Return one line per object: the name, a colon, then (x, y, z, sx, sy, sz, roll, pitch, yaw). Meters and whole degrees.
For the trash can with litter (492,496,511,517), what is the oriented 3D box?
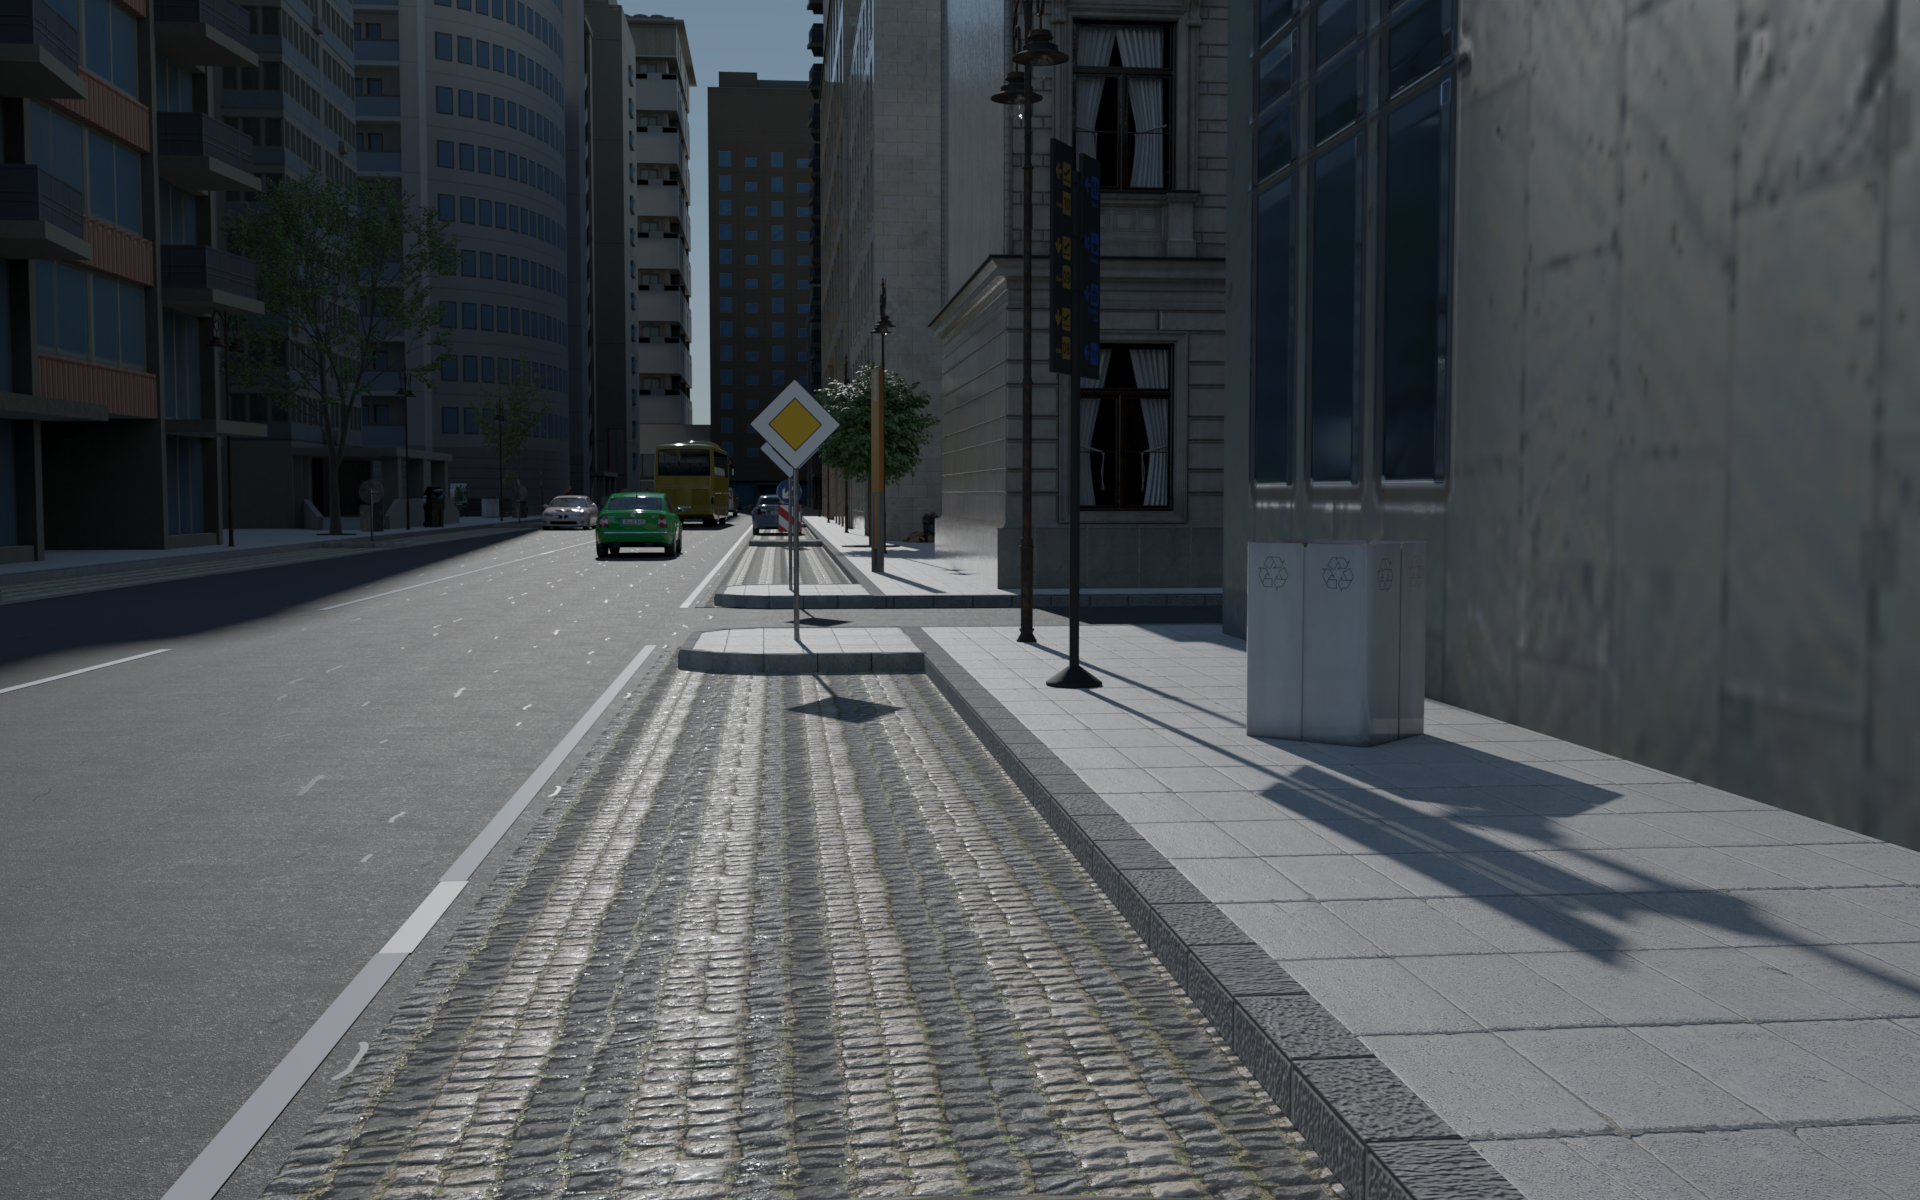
trash can with litter: (-25.471, -5.174, 95.989, 1.055, 1.170, 0.624, -3, 5, -41)

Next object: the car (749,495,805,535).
car: (-6.559, -3.060, 62.028, 2.014, 1.417, 4.499, 0, 4, -6)

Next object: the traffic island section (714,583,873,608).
traffic island section: (-2.245, -0.055, 23.186, 2.009, 0.180, 2.903, 0, 4, -6)

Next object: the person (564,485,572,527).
person: (-17.285, -4.157, 76.438, 0.573, 1.828, 0.580, -2, 4, -34)

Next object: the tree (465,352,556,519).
tree: (-22.933, -8.468, 88.809, 4.737, 8.622, 4.395, 0, 3, 0)

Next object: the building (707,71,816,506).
building: (-19.755, -32.884, 187.768, 14.200, 45.320, 14.600, 0, 4, -6)

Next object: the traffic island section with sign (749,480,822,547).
traffic island section with sign: (-4.810, -2.389, 47.683, 1.989, 1.847, 2.006, 0, 4, -6)

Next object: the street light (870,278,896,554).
street light: (-1.652, -3.943, 37.251, 0.468, 5.910, 1.993, 0, 4, -6)

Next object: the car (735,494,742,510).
car: (-20.382, -8.892, 154.184, 1.959, 1.807, 4.718, 0, 4, -5)

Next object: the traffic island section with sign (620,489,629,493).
traffic island section with sign: (-23.938, -7.046, 123.830, 1.989, 1.847, 2.006, 0, 4, -6)

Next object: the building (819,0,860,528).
building: (3.495, -16.946, 81.585, 19.350, 26.468, 34.151, 0, 4, -6)

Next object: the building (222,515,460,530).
building: (-37.497, -22.945, 67.031, 32.217, 40.220, 23.993, 0, 4, -6)

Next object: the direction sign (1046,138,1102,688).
direction sign: (0.765, -1.193, 11.507, 0.379, 3.537, 0.876, 2, 4, 24)

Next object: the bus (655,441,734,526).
bus: (-12.224, -5.414, 80.061, 2.896, 3.916, 12.252, 0, 4, -4)

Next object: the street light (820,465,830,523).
street light: (-5.862, -6.374, 77.009, 0.468, 5.910, 1.993, 0, 4, -6)

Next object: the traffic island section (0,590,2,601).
traffic island section: (-13.625, 0.017, 22.007, 2.009, 0.180, 2.903, 0, 4, -6)

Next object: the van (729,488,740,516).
van: (-15.533, -6.559, 114.257, 2.013, 2.044, 4.112, 0, 4, -5)

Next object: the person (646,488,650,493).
person: (-20.790, -6.533, 115.189, 0.709, 1.838, 0.599, 0, 4, -4)

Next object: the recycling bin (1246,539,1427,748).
recycling bin: (2.003, 0.204, 9.213, 0.722, 1.027, 0.722, 3, 5, 39)

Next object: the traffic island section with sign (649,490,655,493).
traffic island section with sign: (-26.735, -8.686, 150.640, 1.989, 1.847, 2.006, 0, 4, -6)

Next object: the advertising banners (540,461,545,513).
advertising banners: (-22.638, -5.973, 93.849, 0.090, 3.025, 2.074, -1, 4, -10)

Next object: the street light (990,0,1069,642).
street light: (0.580, -2.574, 14.876, 0.468, 5.910, 1.993, 0, 4, -6)

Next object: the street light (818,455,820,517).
street light: (-7.875, -7.591, 96.897, 0.468, 5.910, 1.993, 0, 4, -6)

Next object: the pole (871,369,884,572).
pole: (-1.355, -2.116, 28.443, 0.158, 3.312, 0.155, 0, 3, 0)

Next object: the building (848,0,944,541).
building: (1.980, -12.277, 55.477, 10.420, 20.320, 16.860, 0, 4, -6)

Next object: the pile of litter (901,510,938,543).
pile of litter: (-1.040, -1.966, 46.116, 1.176, 0.858, 1.719, 1, 4, 19)

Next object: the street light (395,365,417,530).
street light: (-19.835, -5.462, 62.093, 0.468, 5.910, 1.993, 0, 4, -6)

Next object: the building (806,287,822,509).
building: (-0.106, -19.293, 160.484, 27.650, 21.520, 28.899, 0, 4, -6)

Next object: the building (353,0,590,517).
building: (-35.697, -34.639, 108.344, 21.231, 58.520, 28.212, 0, 4, -6)

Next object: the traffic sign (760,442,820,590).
traffic sign: (-2.268, -1.190, 23.107, 0.795, 2.450, 0.064, 0, 4, -6)

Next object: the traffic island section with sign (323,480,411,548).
traffic island section with sign: (-15.864, -2.317, 46.511, 1.989, 1.847, 2.006, 0, 4, -6)

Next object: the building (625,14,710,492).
building: (-41.320, -36.872, 192.091, 27.495, 52.752, 28.713, 0, 4, -6)

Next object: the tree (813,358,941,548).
tree: (-2.095, -3.567, 42.034, 4.285, 4.588, 4.351, 0, 3, 0)

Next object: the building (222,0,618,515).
building: (-43.782, -27.110, 135.123, 32.217, 40.220, 23.993, 0, 4, -6)

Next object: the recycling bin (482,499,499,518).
recycling bin: (-25.136, -4.903, 92.716, 0.722, 1.027, 0.722, -3, 4, -36)

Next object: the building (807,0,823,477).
building: (-0.285, -29.122, 130.771, 22.147, 44.769, 28.867, 0, 4, -6)

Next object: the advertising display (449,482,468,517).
advertising display: (-27.752, -5.545, 95.879, 0.974, 1.923, 0.123, -1, 4, -18)

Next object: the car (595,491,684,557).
car: (-7.528, -1.960, 40.835, 1.959, 1.807, 4.718, 0, 4, -6)

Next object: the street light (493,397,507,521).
street light: (-21.967, -6.731, 82.831, 0.468, 5.910, 1.993, 0, 4, -6)

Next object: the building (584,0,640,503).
building: (-41.196, -32.776, 159.586, 21.600, 48.544, 21.300, 0, 4, -6)

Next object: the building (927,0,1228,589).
building: (9.036, -10.016, 28.390, 19.286, 19.102, 10.561, 0, 4, -6)

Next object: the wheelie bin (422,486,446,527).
wheelie bin: (-20.269, -3.605, 66.853, 0.693, 1.594, 0.980, 2, 4, 34)

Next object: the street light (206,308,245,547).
street light: (-17.790, -4.240, 42.107, 0.468, 5.910, 1.993, 0, 4, -6)

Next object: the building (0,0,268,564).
building: (-27.423, -23.166, 33.383, 22.147, 44.769, 28.867, 0, 4, -6)

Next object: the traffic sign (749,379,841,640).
traffic sign: (-1.439, -0.705, 15.165, 0.795, 2.450, 0.064, 0, 4, -6)

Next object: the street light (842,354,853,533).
street light: (-3.754, -5.159, 57.130, 0.468, 5.910, 1.993, 0, 4, -6)

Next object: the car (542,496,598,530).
car: (-15.879, -3.568, 70.696, 2.083, 1.381, 4.827, 0, 4, -5)

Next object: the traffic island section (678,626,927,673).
traffic island section: (-1.416, 0.430, 15.244, 2.009, 0.180, 2.903, 0, 4, -6)

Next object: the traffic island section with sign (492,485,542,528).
traffic island section with sign: (-18.656, -3.957, 73.322, 1.989, 1.847, 2.006, 0, 4, -6)

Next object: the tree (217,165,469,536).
tree: (-19.439, -7.838, 53.914, 9.928, 11.665, 9.643, 0, 3, 0)

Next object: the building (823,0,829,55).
building: (-1.465, -28.068, 109.021, 14.600, 45.320, 14.200, 0, 4, -6)
